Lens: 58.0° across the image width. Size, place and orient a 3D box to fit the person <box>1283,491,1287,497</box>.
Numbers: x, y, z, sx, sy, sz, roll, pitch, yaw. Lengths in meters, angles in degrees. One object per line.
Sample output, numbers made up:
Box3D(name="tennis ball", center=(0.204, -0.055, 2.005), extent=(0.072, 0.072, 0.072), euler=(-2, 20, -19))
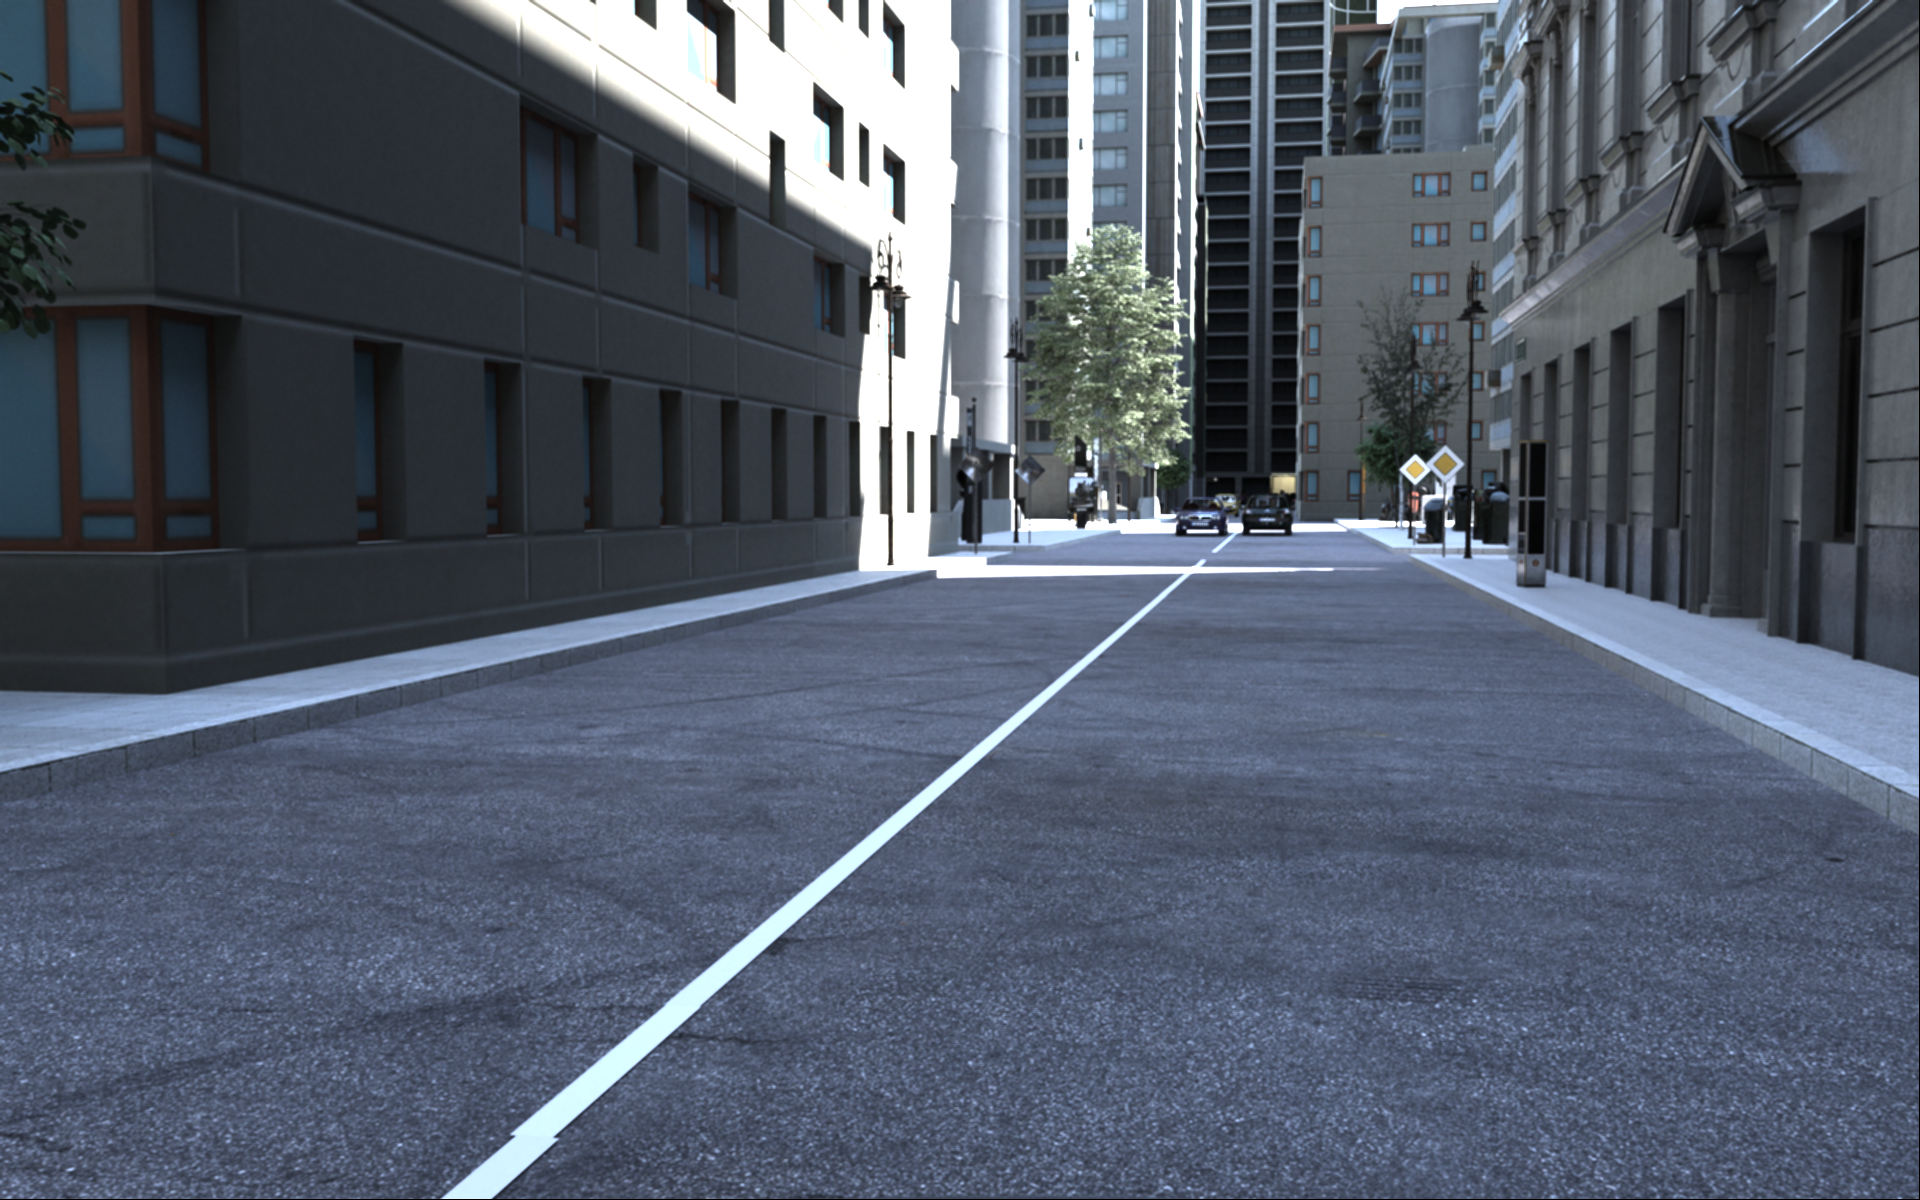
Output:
Box3D(name="person", center=(26.040, -7.948, 139.376), extent=(0.541, 1.710, 0.530), euler=(1, 4, 23))

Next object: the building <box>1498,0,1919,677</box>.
Box3D(name="building", center=(14.658, -14.334, 10.779), extent=(17.030, 29.872, 44.131), euler=(1, 4, 10))

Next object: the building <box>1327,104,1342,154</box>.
Box3D(name="building", center=(45.511, -30.505, 182.352), extent=(14.154, 41.232, 14.086), euler=(1, 4, 10))

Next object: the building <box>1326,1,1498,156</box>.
Box3D(name="building", center=(45.114, -30.910, 160.007), extent=(22.147, 44.769, 28.867), euler=(1, 4, 10))

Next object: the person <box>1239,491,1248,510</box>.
Box3D(name="person", center=(26.236, -9.254, 160.492), extent=(0.721, 1.739, 1.217), euler=(-2, 4, -35))

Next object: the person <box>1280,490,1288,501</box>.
Box3D(name="person", center=(23.199, -7.101, 125.321), extent=(1.217, 1.735, 0.721), euler=(-1, 4, -20))

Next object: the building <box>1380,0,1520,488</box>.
Box3D(name="building", center=(45.253, -26.956, 132.609), extent=(32.217, 40.220, 23.993), euler=(1, 4, 10))

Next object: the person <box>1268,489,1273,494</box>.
Box3D(name="person", center=(23.729, -7.583, 132.446), extent=(1.348, 1.831, 0.705), euler=(2, 4, 26))

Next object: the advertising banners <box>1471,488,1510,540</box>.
Box3D(name="advertising banners", center=(15.099, -3.156, 47.794), extent=(2.074, 3.025, 0.090), euler=(3, 4, 38))

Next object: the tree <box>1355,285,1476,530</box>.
Box3D(name="tree", center=(15.653, -6.750, 60.731), extent=(4.360, 8.622, 3.978), euler=(0, 3, 0))

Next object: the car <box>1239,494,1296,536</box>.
Box3D(name="car", center=(10.847, -3.138, 61.094), extent=(2.009, 1.686, 4.222), euler=(1, 4, 10))

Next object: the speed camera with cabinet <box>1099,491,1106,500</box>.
Box3D(name="speed camera with cabinet", center=(7.805, -6.759, 104.838), extent=(2.038, 3.252, 0.660), euler=(1, 4, 12))

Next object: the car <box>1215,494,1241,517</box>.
Box3D(name="car", center=(16.634, -6.020, 108.657), extent=(2.015, 1.641, 3.980), euler=(1, 4, 10))

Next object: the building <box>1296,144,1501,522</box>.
Box3D(name="building", center=(33.833, -15.637, 100.707), extent=(27.650, 21.520, 28.899), euler=(1, 4, 10))

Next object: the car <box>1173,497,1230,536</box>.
Box3D(name="car", center=(8.439, -2.918, 60.293), extent=(1.945, 1.354, 3.894), euler=(1, 4, 10))

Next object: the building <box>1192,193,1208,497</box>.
Box3D(name="building", center=(15.675, -23.858, 161.781), extent=(14.160, 30.474, 14.107), euler=(1, 4, 10))

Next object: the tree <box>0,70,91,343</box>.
Box3D(name="tree", center=(-6.203, -1.503, 8.287), extent=(4.285, 4.588, 4.351), euler=(0, 3, 0))

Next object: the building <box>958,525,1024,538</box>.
Box3D(name="building", center=(-14.766, -22.424, 58.519), extent=(32.217, 40.220, 23.993), euler=(1, 4, 10))

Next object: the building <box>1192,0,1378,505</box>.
Box3D(name="building", center=(39.273, -47.075, 207.931), extent=(20.611, 71.187, 20.563), euler=(1, 4, 10))

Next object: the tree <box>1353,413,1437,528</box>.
Box3D(name="tree", center=(16.900, -5.092, 66.962), extent=(4.285, 4.588, 4.351), euler=(0, 3, 0))

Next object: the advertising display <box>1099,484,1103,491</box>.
Box3D(name="advertising display", center=(9.399, -6.758, 115.701), extent=(0.123, 1.923, 0.974), euler=(1, 4, 18))

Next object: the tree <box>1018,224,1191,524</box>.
Box3D(name="tree", center=(6.107, -9.513, 73.663), extent=(7.486, 12.596, 7.792), euler=(0, 3, 0))

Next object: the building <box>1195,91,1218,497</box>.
Box3D(name="building", center=(12.831, -32.450, 185.182), extent=(28.867, 44.769, 22.147), euler=(1, 4, 10))

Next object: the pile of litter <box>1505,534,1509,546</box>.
Box3D(name="pile of litter", center=(14.231, -1.758, 42.711), extent=(1.719, 0.858, 1.176), euler=(0, 4, -2))

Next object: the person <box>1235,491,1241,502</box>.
Box3D(name="person", center=(28.707, -10.435, 179.823), extent=(1.217, 1.736, 0.721), euler=(3, 4, 36))

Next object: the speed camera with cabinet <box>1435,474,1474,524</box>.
Box3D(name="speed camera with cabinet", center=(21.731, -4.955, 75.357), extent=(2.038, 3.252, 0.660), euler=(-1, 4, -16))

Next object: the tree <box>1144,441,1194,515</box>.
Box3D(name="tree", center=(12.847, -7.586, 107.739), extent=(4.285, 4.588, 4.351), euler=(0, 3, 0))

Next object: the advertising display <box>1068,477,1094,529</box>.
Box3D(name="advertising display", center=(4.462, -3.584, 63.811), extent=(0.974, 1.923, 0.123), euler=(0, 4, -7))

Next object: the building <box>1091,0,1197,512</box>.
Box3D(name="building", center=(9.755, -27.092, 126.550), extent=(14.154, 41.232, 14.086), euler=(1, 4, 10))

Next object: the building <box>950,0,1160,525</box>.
Box3D(name="building", center=(-5.730, -24.564, 93.503), extent=(32.217, 40.220, 23.993), euler=(1, 4, 10))

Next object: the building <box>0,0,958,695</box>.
Box3D(name="building", center=(-16.764, -11.105, 26.612), extent=(28.899, 21.520, 27.650), euler=(1, 4, 10))
